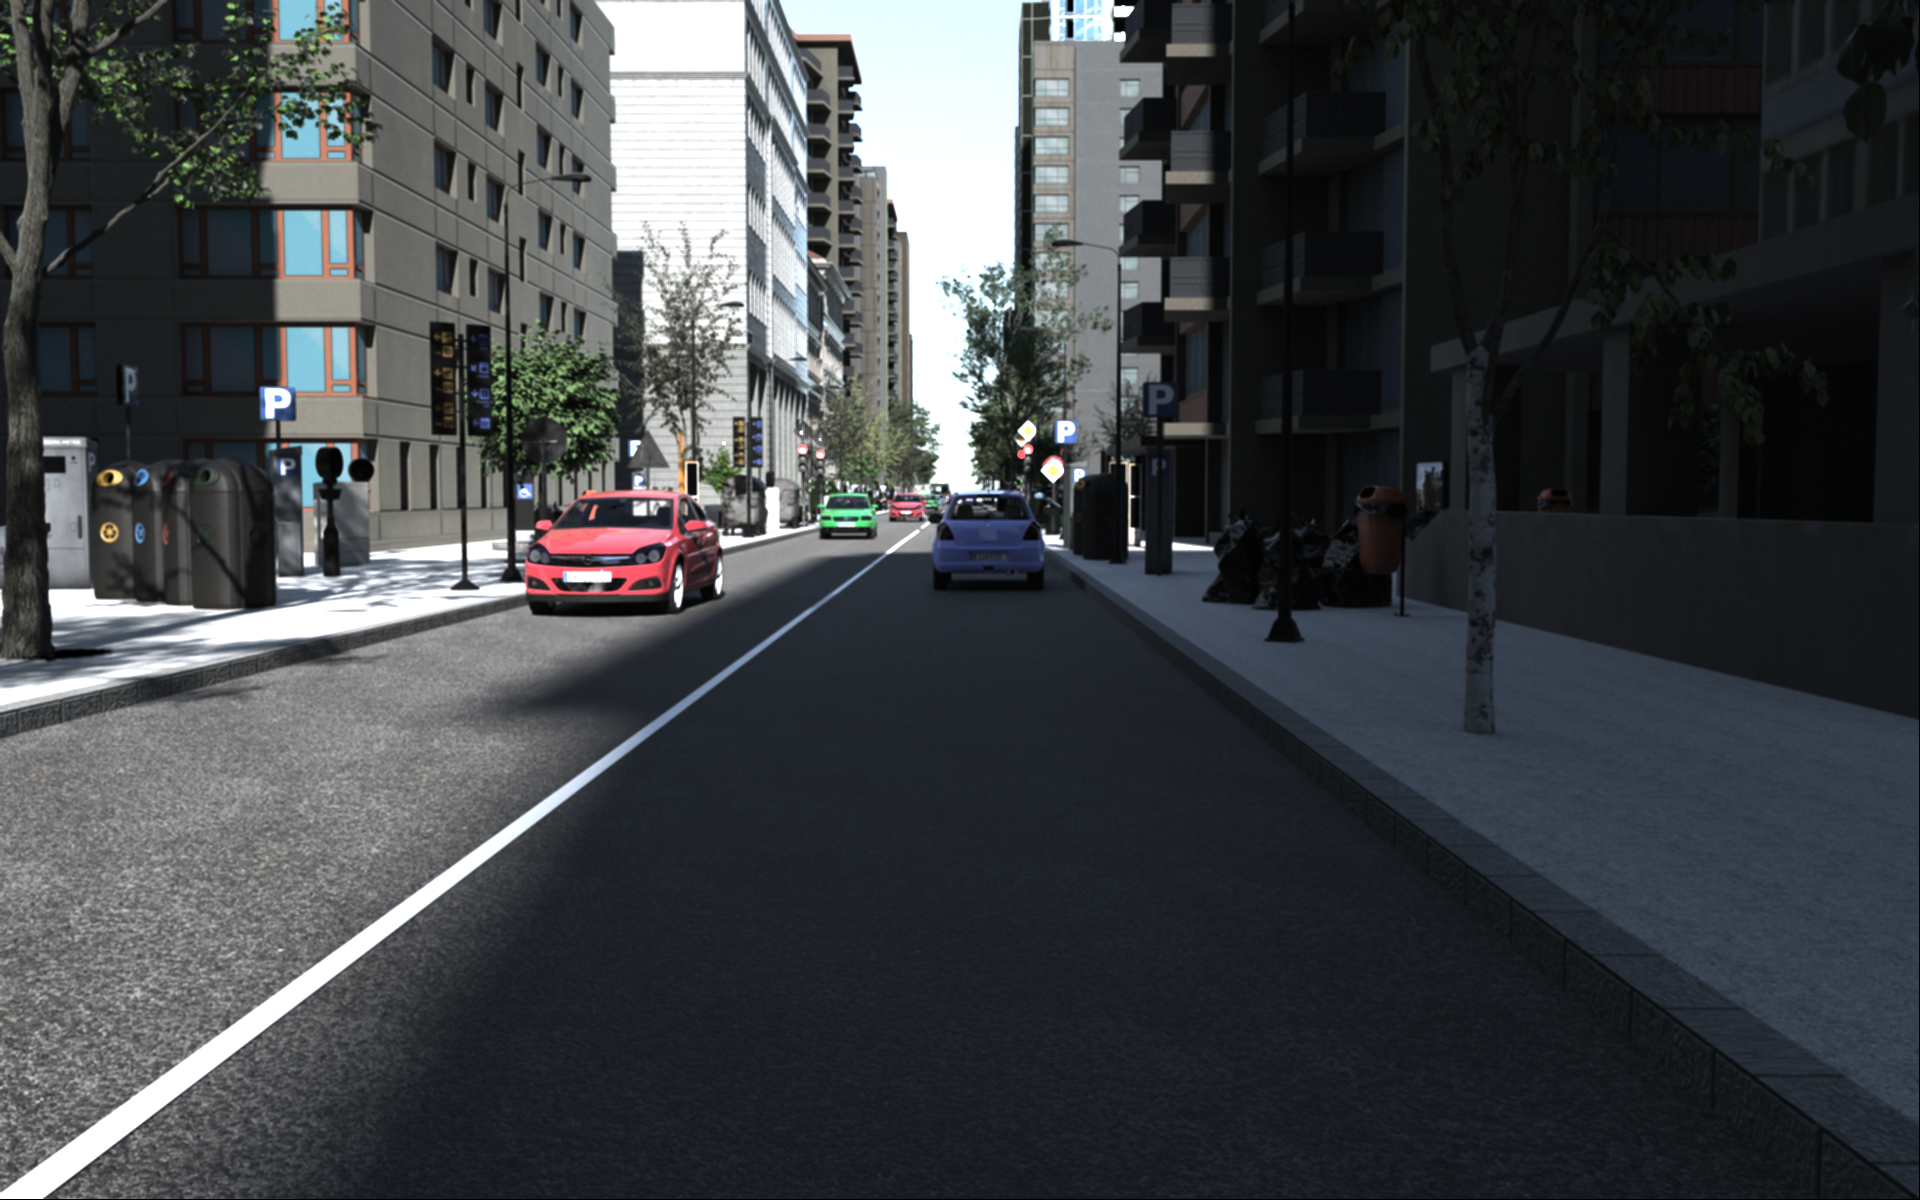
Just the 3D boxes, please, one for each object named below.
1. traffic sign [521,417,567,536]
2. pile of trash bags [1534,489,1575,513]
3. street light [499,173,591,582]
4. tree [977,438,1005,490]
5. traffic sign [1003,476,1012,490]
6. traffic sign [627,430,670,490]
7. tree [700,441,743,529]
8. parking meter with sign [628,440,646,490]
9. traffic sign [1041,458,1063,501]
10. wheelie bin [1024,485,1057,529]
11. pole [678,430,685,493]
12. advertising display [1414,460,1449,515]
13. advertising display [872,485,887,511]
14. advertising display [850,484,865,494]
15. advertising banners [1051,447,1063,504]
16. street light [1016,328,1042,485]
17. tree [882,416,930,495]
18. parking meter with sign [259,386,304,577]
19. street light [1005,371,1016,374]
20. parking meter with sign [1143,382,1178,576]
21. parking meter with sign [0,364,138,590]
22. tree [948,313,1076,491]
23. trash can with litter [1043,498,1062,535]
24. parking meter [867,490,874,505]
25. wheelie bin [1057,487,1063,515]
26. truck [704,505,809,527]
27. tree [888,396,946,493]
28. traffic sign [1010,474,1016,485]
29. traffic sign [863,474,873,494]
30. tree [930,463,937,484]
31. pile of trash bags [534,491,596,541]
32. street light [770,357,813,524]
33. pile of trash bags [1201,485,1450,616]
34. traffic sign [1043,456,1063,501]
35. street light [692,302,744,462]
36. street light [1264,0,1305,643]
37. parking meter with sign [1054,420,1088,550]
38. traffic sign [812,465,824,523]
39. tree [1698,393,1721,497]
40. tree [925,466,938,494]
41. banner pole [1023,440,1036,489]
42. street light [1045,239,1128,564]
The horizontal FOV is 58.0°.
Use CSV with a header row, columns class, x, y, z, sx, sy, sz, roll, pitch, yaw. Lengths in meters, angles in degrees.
class,x,y,z,sx,sy,sz,roll,pitch,yaw
traffic sign,-6.915,-1.756,28.815,0.768,2.556,0.104,0,4,2
pile of trash bags,8.657,-1.182,29.071,3.447,1.369,1.912,-1,4,-10
street light,-6.028,-3.221,25.201,1.470,5.913,1.316,0,4,0
tree,3.661,-15.250,199.703,4.360,8.622,3.978,0,3,0
traffic sign,3.153,-6.839,111.917,0.768,2.556,0.104,1,4,10
traffic sign,-6.351,-2.157,35.267,0.884,2.594,0.081,0,4,2
tree,-8.610,-4.203,63.322,1.663,3.219,1.824,0,3,0
parking meter with sign,-10.271,-3.608,55.252,0.543,3.016,1.738,-1,4,-12
traffic sign,2.997,-3.344,55.861,0.795,2.450,0.064,0,4,3
wheelie bin,2.904,-3.397,63.454,0.693,1.594,0.980,-2,4,-27
pole,-8.854,-3.749,55.144,0.158,3.312,0.155,0,3,0
advertising display,8.945,-1.693,32.895,0.123,1.923,0.974,-1,4,-18
advertising display,-6.047,-7.693,130.991,0.974,1.923,0.123,0,4,6
advertising display,-6.548,-6.438,110.477,0.974,1.923,0.123,0,4,5
advertising banners,3.642,-4.202,64.888,0.090,3.025,2.074,-1,4,-8
street light,2.396,-4.649,48.545,1.470,5.913,1.316,0,4,0
tree,-5.963,-13.039,163.554,4.360,8.622,3.978,0,3,0
parking meter with sign,-10.726,-1.911,27.499,0.543,3.016,1.738,-2,4,-27
street light,2.418,-5.692,65.604,1.470,5.913,1.316,0,4,0
parking meter with sign,3.223,-1.933,27.864,0.543,3.016,1.738,0,4,7
parking meter with sign,-12.081,-1.660,23.407,1.738,3.016,0.543,0,4,-6
tree,3.154,-10.644,99.782,9.928,11.665,9.643,0,3,0
trash can with litter,3.134,-2.611,54.081,1.055,1.170,0.624,1,4,20
parking meter,-5.813,-6.398,113.014,0.372,1.533,0.369,0,3,0
wheelie bin,3.926,-4.096,74.874,0.980,1.594,0.693,0,4,-7
truck,-15.681,-4.966,70.952,18.799,4.110,2.967,0,4,1
tree,-6.907,-19.455,224.744,9.857,13.997,8.962,0,3,0
traffic sign,3.132,-5.794,94.840,0.768,2.556,0.104,1,4,9
traffic sign,-6.022,-6.827,111.626,0.884,2.594,0.081,0,4,7
tree,-5.746,-14.789,192.166,4.360,8.622,3.978,0,3,0
pile of trash bags,-10.216,-2.215,45.974,1.912,1.369,3.447,-2,4,-30
street light,-5.888,-5.283,58.912,1.470,5.913,1.316,0,4,0
pile of trash bags,4.109,-0.598,19.535,1.912,1.369,3.447,-1,4,-13
traffic sign,3.156,-3.547,58.095,0.768,2.556,0.104,1,4,9
street light,-5.913,-4.247,41.984,1.470,5.913,1.316,0,4,0
street light,2.294,-2.595,14.966,1.470,5.913,1.316,0,4,0
parking meter with sign,2.661,-2.690,40.242,0.543,3.016,1.738,-1,4,-11
traffic sign,-6.331,-4.681,76.537,0.884,2.594,0.081,0,4,3
tree,11.919,-2.067,28.405,1.663,3.219,1.824,0,3,0
tree,-5.803,-21.264,298.026,4.737,8.622,4.395,0,3,0
banner pole,3.249,-5.530,80.427,0.863,3.779,0.401,-1,4,-19
street light,2.368,-3.621,31.749,1.470,5.913,1.316,0,4,0
